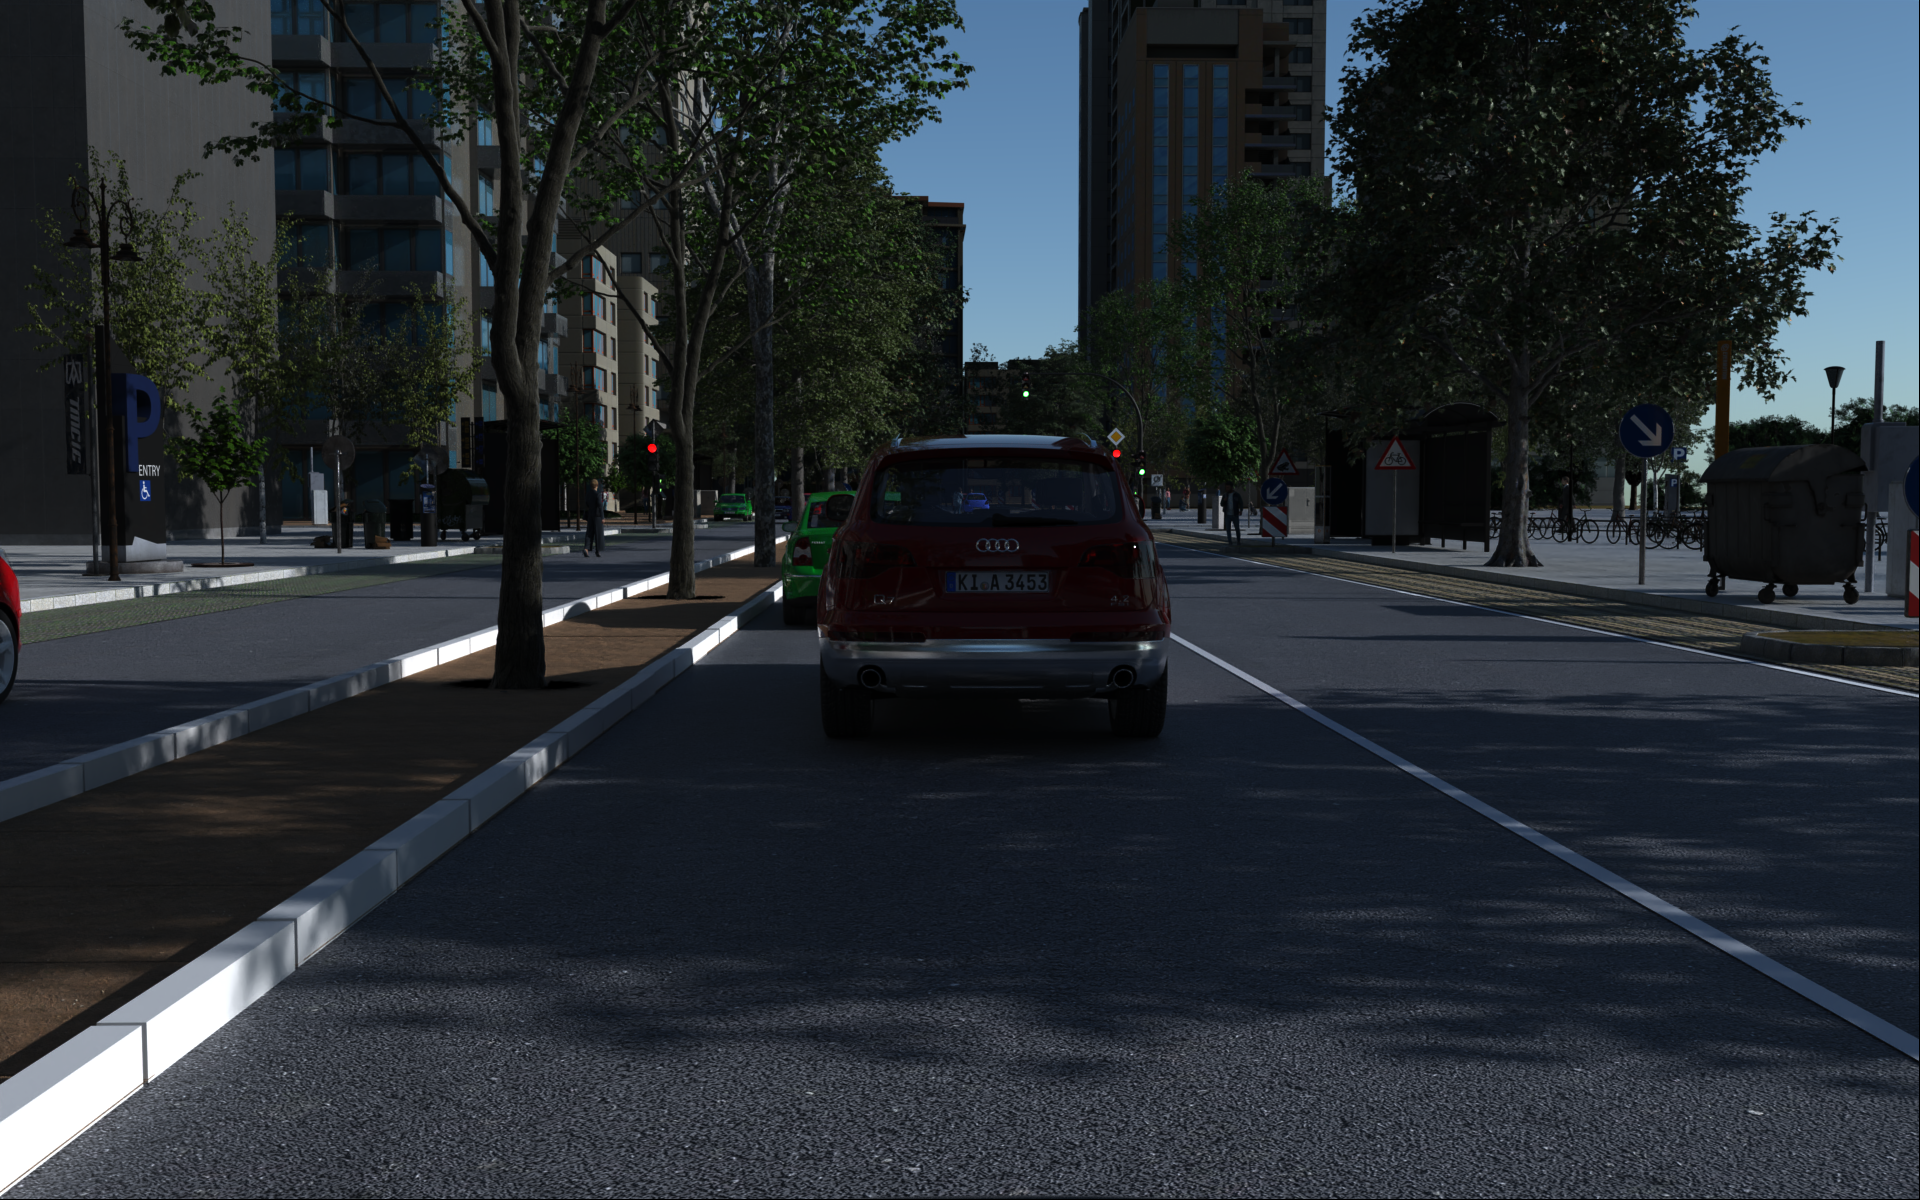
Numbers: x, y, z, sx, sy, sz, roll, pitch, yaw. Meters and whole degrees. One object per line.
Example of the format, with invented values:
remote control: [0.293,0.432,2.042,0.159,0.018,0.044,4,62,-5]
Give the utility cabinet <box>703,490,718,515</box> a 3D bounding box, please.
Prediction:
utility cabinet: [-15.069,-5.807,103.615,1.173,1.500,0.318,2,4,24]

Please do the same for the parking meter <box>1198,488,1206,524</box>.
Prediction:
parking meter: [10.518,-4.089,75.260,0.372,1.533,0.369,0,3,0]

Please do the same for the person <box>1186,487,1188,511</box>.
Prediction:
person: [17.662,-7.903,135.058,0.447,1.846,0.655,0,4,-3]

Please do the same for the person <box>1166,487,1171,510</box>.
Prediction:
person: [16.701,-8.131,139.001,0.388,1.821,0.555,2,4,35]

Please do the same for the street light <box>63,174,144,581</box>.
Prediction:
street light: [-12.510,-3.221,25.444,0.468,5.910,1.993,0,4,-1]

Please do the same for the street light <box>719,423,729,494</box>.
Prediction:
street light: [-14.610,-8.232,107.376,0.468,5.910,1.993,0,4,-1]

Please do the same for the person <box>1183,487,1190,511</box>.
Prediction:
person: [17.543,-7.843,134.254,0.580,1.828,0.573,0,4,-6]

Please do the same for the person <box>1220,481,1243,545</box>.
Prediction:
person: [7.369,-2.332,46.983,0.623,1.781,0.721,1,4,9]

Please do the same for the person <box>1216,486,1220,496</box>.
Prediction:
person: [17.285,-6.701,115.628,0.654,1.822,0.581,2,4,30]

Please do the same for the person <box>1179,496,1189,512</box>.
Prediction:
person: [16.371,-7.049,126.795,0.738,1.151,1.012,0,4,5]

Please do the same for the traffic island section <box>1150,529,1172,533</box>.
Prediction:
traffic island section: [6.793,-2.623,65.167,2.009,0.180,2.903,0,4,-1]

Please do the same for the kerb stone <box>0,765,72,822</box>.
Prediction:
kerb stone: [-4.227,0.887,7.755,0.120,0.150,1.000,0,4,-1]

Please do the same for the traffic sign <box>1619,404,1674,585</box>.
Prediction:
traffic sign: [9.668,-1.491,24.485,0.768,2.556,0.104,0,4,3]

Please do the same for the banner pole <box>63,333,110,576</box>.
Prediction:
banner pole: [-13.765,-2.273,27.182,0.863,3.779,0.401,2,4,27]

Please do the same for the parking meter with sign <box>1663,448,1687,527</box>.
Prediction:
parking meter with sign: [27.056,-4.248,65.722,0.543,3.016,1.738,1,4,11]

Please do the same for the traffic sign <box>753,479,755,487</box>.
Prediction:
traffic sign: [-16.482,-8.602,140.750,0.768,2.556,0.104,0,4,4]

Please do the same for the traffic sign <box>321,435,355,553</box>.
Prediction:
traffic sign: [-13.412,-2.278,37.353,0.768,2.556,0.104,0,4,7]

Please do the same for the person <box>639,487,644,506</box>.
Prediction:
person: [-22.880,-7.275,125.173,0.728,1.800,0.709,0,4,7]

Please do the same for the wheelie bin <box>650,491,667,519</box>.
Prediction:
wheelie bin: [-15.530,-4.967,89.121,0.693,1.594,0.980,1,4,9]

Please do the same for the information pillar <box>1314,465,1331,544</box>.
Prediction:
information pillar: [9.332,-2.451,44.574,0.304,2.012,0.304,3,5,43]

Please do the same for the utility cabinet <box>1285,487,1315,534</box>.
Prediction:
utility cabinet: [10.949,-2.842,55.144,1.173,1.500,0.318,-1,4,-15]

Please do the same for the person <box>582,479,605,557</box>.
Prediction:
person: [-8.296,-1.858,39.299,0.576,1.772,0.534,1,4,9]

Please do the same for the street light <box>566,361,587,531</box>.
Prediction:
street light: [-13.341,-5.356,60.355,0.468,5.910,1.993,0,4,-1]

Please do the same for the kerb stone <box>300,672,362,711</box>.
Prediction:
kerb stone: [-4.330,0.635,11.845,0.120,0.150,1.000,0,4,-1]

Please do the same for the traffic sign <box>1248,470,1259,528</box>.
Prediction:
traffic sign: [10.934,-4.005,65.493,0.884,2.594,0.081,0,4,1]

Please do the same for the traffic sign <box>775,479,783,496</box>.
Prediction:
traffic sign: [-15.176,-8.869,145.108,0.768,2.556,0.104,0,4,6]

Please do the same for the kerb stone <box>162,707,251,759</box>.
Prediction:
kerb stone: [-4.280,0.758,9.798,0.120,0.150,1.000,0,4,-1]

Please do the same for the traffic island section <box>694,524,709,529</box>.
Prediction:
traffic island section: [-11.645,-3.083,72.692,2.009,0.180,2.903,0,4,-1]

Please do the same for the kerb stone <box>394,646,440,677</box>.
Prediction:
kerb stone: [-4.390,0.508,13.887,0.120,0.150,1.000,0,4,-1]

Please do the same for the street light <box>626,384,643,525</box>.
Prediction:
street light: [-13.657,-6.114,72.750,0.468,5.910,1.993,0,4,-1]

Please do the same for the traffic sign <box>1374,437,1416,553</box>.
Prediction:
traffic sign: [9.428,-2.298,37.580,0.884,2.594,0.081,0,4,5]

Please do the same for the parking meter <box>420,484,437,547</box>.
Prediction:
parking meter: [-13.007,-2.077,42.376,0.372,1.533,0.369,0,3,0]

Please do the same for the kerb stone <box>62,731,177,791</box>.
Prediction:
kerb stone: [-4.258,0.821,8.777,0.120,0.150,1.000,0,4,-1]

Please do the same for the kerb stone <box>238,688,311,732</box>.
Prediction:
kerb stone: [-4.309,0.696,10.820,0.120,0.150,1.000,0,4,-1]

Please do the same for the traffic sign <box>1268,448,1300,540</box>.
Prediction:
traffic sign: [9.089,-2.977,48.684,0.884,2.594,0.081,0,4,3]

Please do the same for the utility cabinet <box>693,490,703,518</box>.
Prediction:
utility cabinet: [-14.316,-5.101,92.088,1.173,1.500,0.318,3,4,36]

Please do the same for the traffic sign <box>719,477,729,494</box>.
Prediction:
traffic sign: [-17.106,-7.673,125.557,0.768,2.556,0.104,0,4,1]

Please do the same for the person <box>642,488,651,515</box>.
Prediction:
person: [-19.604,-6.256,108.331,0.555,1.821,0.388,0,4,-8]

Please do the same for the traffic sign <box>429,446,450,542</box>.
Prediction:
traffic sign: [-13.978,-2.816,46.143,0.768,2.556,0.104,0,4,2]

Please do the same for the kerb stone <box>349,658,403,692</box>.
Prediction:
kerb stone: [-4.365,0.571,12.866,0.120,0.150,1.000,0,4,-1]

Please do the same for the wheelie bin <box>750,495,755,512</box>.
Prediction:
wheelie bin: [-15.168,-7.166,125.065,0.693,1.594,0.980,-2,4,-26]

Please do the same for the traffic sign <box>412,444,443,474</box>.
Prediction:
traffic sign: [-13.934,-2.788,45.314,0.795,2.593,0.064,0,4,-1]

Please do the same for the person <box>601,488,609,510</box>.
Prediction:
person: [-21.367,-5.942,104.030,0.563,1.720,0.643,-2,4,-26]

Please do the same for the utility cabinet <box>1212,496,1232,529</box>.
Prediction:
utility cabinet: [9.750,-3.259,64.452,0.306,1.237,1.020,3,4,38]

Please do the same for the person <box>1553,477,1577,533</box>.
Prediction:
person: [19.735,-3.097,56.459,0.755,1.850,0.659,1,4,23]

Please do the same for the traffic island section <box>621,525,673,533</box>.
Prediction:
traffic island section: [-11.442,-2.595,64.709,2.009,0.180,2.903,0,4,-1]

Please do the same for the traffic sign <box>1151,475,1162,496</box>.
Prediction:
traffic sign: [10.325,-5.428,90.885,0.606,2.300,0.079,0,4,1]
